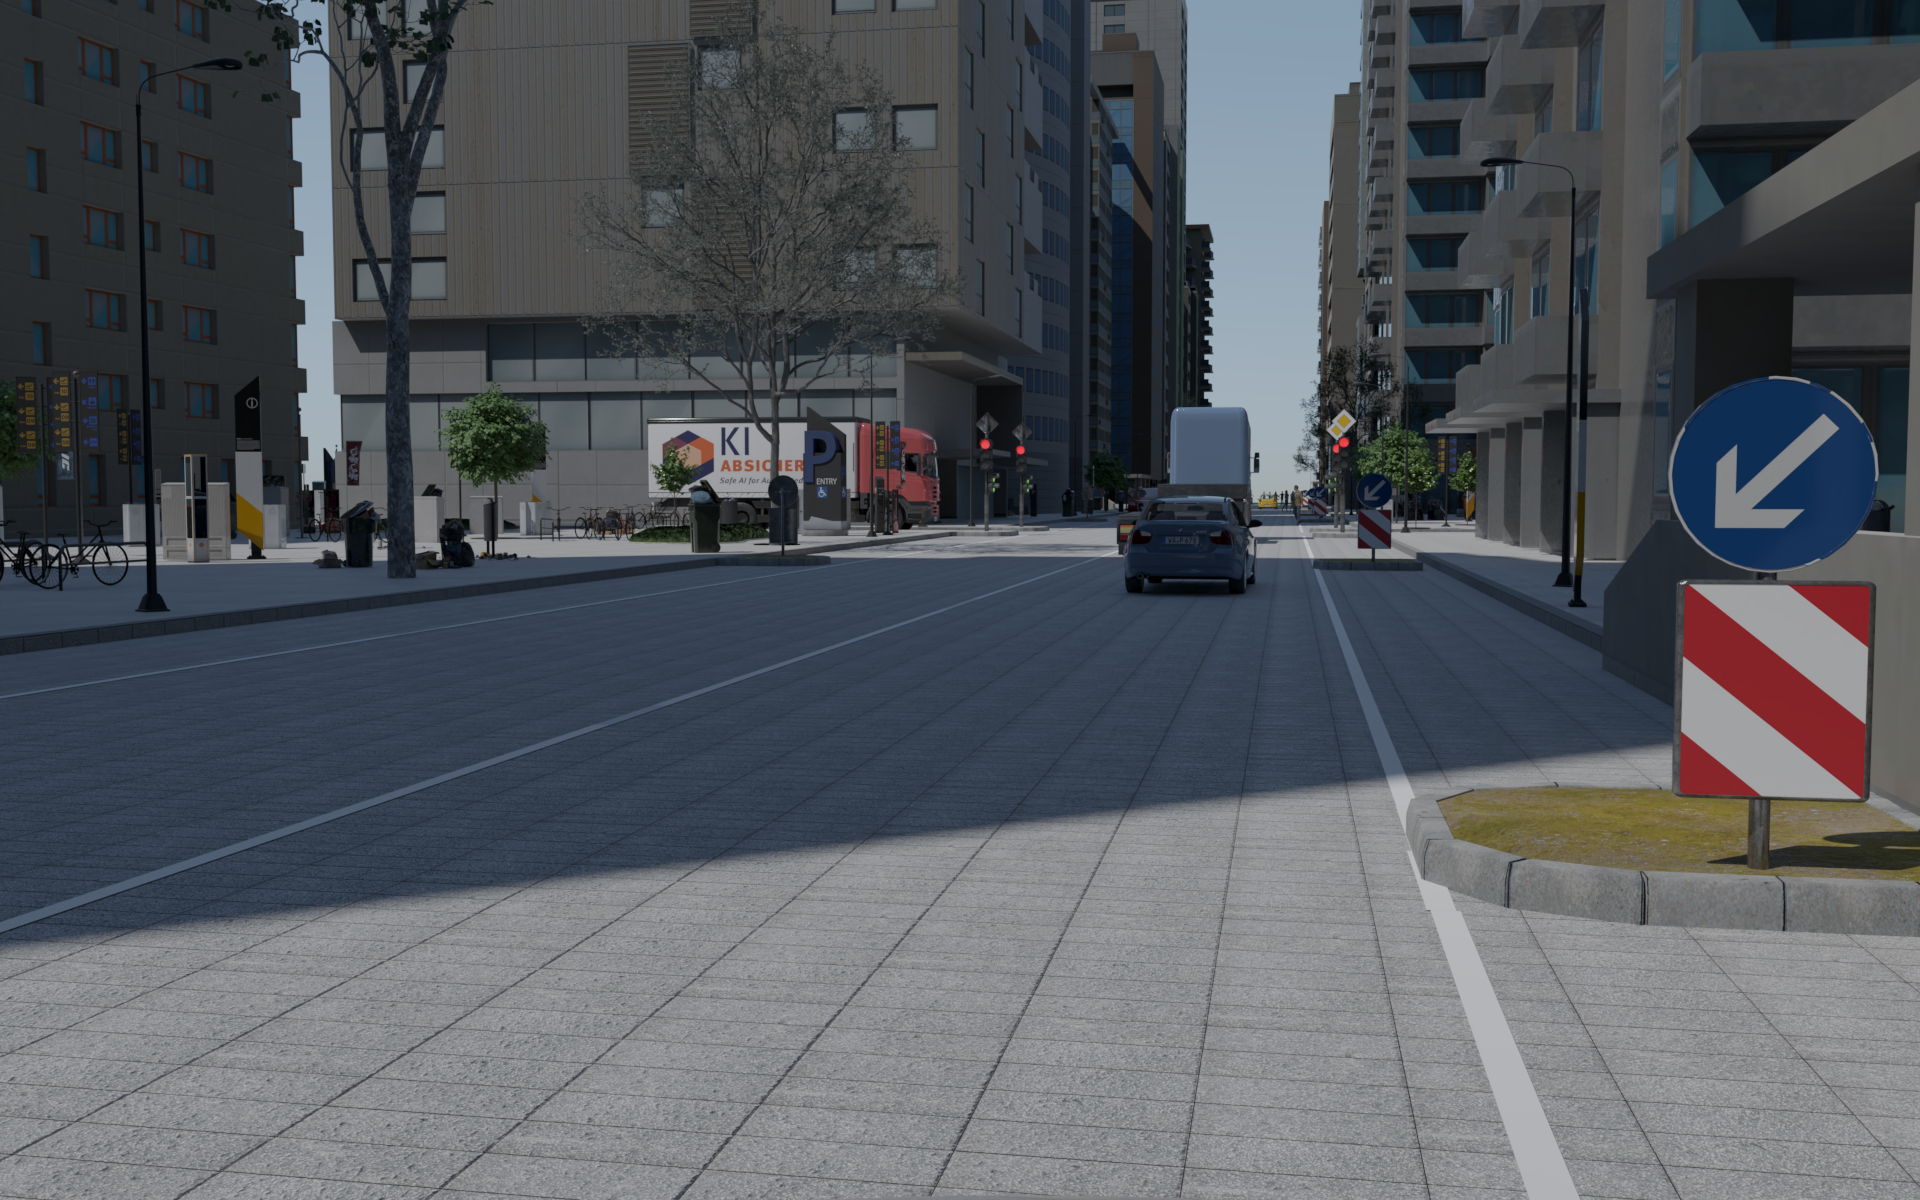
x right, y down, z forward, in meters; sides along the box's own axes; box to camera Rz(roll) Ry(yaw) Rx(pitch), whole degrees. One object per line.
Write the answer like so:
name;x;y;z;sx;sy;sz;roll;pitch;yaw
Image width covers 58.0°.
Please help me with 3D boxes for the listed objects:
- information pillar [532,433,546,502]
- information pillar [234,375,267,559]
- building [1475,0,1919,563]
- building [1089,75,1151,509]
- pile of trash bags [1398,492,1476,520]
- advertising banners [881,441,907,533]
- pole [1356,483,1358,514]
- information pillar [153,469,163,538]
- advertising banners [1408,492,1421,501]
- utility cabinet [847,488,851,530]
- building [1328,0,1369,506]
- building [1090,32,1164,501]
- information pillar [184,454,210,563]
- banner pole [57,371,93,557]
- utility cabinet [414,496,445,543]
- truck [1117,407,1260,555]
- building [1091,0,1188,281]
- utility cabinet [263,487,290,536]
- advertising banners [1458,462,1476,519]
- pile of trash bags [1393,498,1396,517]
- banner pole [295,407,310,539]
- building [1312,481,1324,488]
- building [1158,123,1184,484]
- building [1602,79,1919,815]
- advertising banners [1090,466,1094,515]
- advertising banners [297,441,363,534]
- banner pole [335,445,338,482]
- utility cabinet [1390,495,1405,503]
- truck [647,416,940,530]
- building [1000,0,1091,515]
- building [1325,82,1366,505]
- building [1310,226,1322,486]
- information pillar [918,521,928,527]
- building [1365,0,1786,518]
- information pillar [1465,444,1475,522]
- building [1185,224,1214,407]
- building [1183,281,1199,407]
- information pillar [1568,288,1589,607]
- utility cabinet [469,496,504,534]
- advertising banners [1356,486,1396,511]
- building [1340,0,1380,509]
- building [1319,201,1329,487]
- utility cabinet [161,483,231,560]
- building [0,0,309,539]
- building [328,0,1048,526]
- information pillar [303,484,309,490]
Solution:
information pillar;-14.333;-4.139;59.024;0.504;3.616;0.183;-2;4;-24
information pillar;-13.971;-2.613;34.077;0.504;3.616;0.183;-1;4;-14
building;23.490;-25.591;38.021;23.786;49.044;30.456;1;4;11
building;0.842;-28.426;156.638;32.217;40.220;23.993;1;4;11
pile of trash bags;23.528;-4.602;84.992;3.447;1.369;1.912;2;4;24
advertising banners;-2.135;-3.705;56.760;0.090;3.025;2.074;1;4;20
pole;25.354;-7.124;110.325;0.158;3.312;0.155;0;3;0
information pillar;-23.691;-2.839;50.914;0.304;2.012;0.304;1;4;8
advertising banners;27.580;-6.727;106.180;0.090;3.025;2.074;-1;4;-21
utility cabinet;-4.248;-3.201;61.007;0.318;1.500;1.173;2;4;25
building;48.957;-52.576;172.287;22.319;86.520;31.000;1;4;11
building;12.894;-32.018;173.608;14.600;45.320;14.200;1;4;11
information pillar;-14.228;-1.701;32.300;0.304;2.012;0.304;3;5;42
banner pole;-18.147;-2.773;35.353;0.863;3.779;0.401;2;4;24
utility cabinet;-14.049;-2.107;45.614;1.020;1.237;0.306;2;4;26
truck;6.568;-3.562;47.991;2.967;4.110;18.799;1;4;11
building;24.114;-49.580;248.885;20.563;71.187;20.611;1;4;11
utility cabinet;-20.673;-2.658;52.141;1.173;1.500;0.318;2;4;33
advertising banners;26.156;-5.688;89.183;0.090;3.025;2.074;-1;4;-13
pile of trash bags;24.398;-5.389;97.869;1.912;1.369;3.447;0;4;-5
banner pole;-19.151;-3.685;50.273;0.401;3.779;0.863;-2;4;-24
building;64.493;-33.229;235.176;32.217;40.220;23.993;1;4;11
building;16.260;-30.818;187.464;14.154;41.232;14.086;1;4;11
building;19.816;-19.041;3.203;32.217;40.220;23.993;1;4;11
advertising banners;8.112;-6.747;106.496;0.090;3.025;2.074;1;4;12
advertising banners;-20.537;-3.688;56.490;2.074;3.025;0.090;-2;4;-28
banner pole;-31.531;-5.969;87.609;0.401;3.779;0.863;-1;4;-12
utility cabinet;26.076;-5.650;103.541;1.020;1.237;0.306;-1;4;-20
truck;-5.770;-4.593;64.005;11.283;4.237;2.839;1;4;9
building;-3.221;-35.166;116.968;21.231;58.520;28.212;1;4;11
building;53.441;-35.206;199.316;21.300;48.544;21.600;1;4;11
building;68.570;-40.216;277.134;23.786;49.044;30.456;1;4;11
information pillar;-1.385;-4.652;67.419;0.504;3.616;0.183;2;4;35
building;39.738;-30.583;119.646;23.786;49.044;30.456;1;4;11
information pillar;23.727;-5.450;80.465;0.504;3.616;0.183;-3;4;-39
building;28.606;-37.881;273.974;22.147;44.769;28.867;1;4;11
building;24.480;-28.179;232.425;14.160;30.474;14.107;1;4;11
information pillar;7.025;-1.727;19.588;0.183;3.616;0.504;1;4;16
utility cabinet;-15.084;-2.692;55.179;1.020;1.237;0.306;-1;4;-10
advertising banners;20.015;-5.294;82.752;2.074;3.025;0.090;1;4;12
building;43.384;-43.377;147.459;20.563;71.187;20.611;1;4;11
building;60.337;-37.025;255.468;14.600;45.320;14.200;1;4;11
utility cabinet;-14.785;-1.520;33.527;1.173;1.500;0.318;0;4;-7
building;-40.853;-12.700;52.688;28.899;21.520;27.650;1;4;11
building;-10.835;-30.148;82.160;28.713;52.752;27.495;1;4;11
information pillar;-48.187;-7.535;127.691;0.304;2.012;0.304;1;4;22
